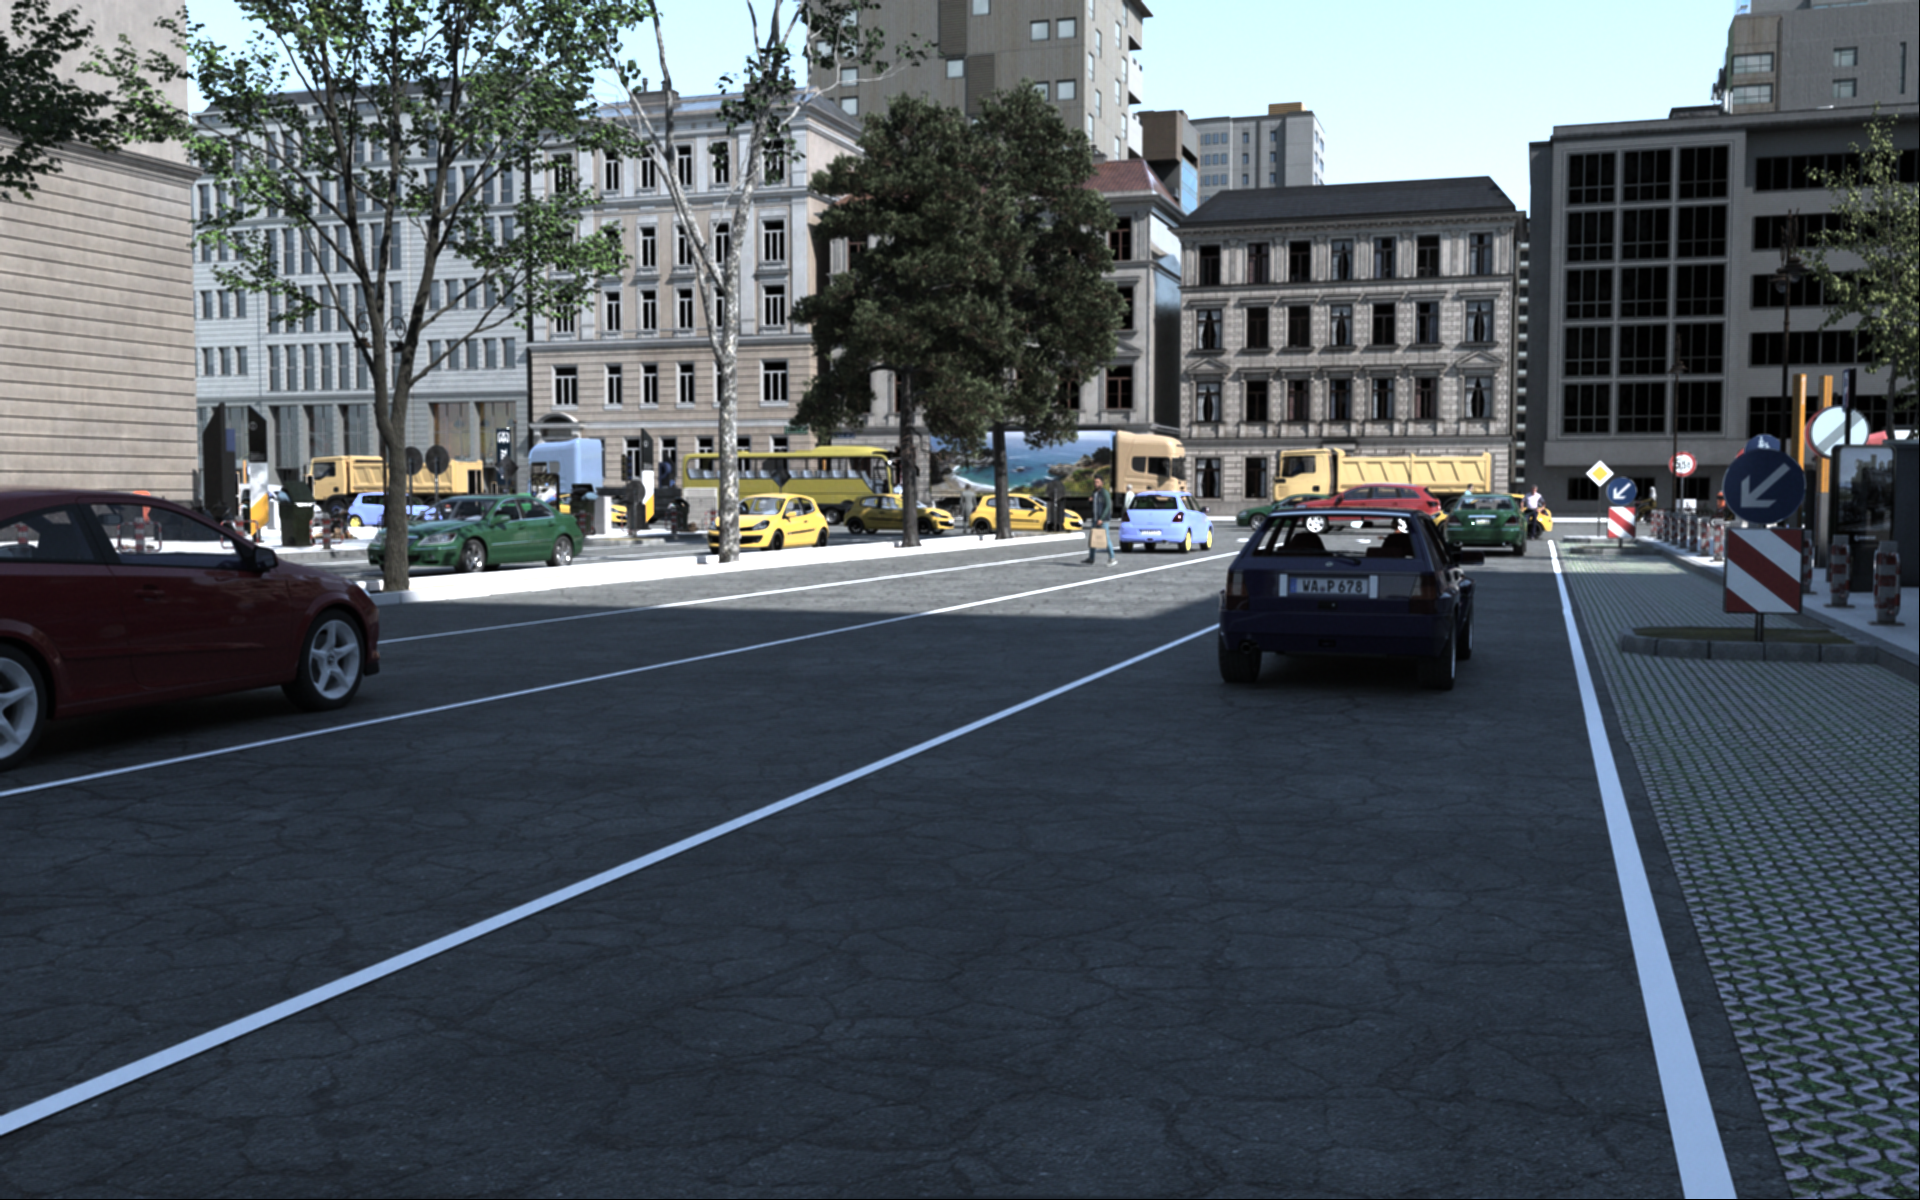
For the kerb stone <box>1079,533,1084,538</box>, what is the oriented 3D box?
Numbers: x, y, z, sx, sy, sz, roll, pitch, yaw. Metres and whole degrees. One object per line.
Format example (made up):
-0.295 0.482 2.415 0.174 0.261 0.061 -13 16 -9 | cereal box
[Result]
3.865 -2.087 56.395 0.120 0.150 1.000 1 4 18 | kerb stone

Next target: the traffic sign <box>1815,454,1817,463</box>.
20.062 -2.431 39.852 0.768 2.556 0.104 2 4 24 | traffic sign

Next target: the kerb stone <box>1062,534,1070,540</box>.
3.207 -1.972 54.443 0.120 0.150 1.000 1 4 18 | kerb stone

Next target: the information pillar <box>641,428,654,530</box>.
-11.103 -4.289 61.481 0.183 3.616 0.504 3 5 39 | information pillar

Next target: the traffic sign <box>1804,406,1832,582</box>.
12.672 -1.534 25.180 0.768 2.556 0.104 2 4 24 | traffic sign

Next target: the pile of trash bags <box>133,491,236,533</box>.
-21.777 -2.350 48.171 3.447 1.369 1.912 2 4 24 | pile of trash bags

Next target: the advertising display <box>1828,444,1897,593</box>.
11.770 -1.064 22.602 0.974 1.923 0.123 -1 4 -19 | advertising display

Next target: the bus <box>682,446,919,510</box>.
-8.324 -5.994 89.545 12.252 3.916 2.896 1 4 19 | bus

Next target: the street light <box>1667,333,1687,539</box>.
20.589 -4.712 49.836 0.468 5.910 1.993 1 4 18 | street light

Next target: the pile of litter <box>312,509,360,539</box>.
-17.933 -2.182 49.638 1.176 0.858 1.719 -3 5 -41 | pile of litter

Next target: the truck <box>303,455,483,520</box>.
-29.003 -5.610 87.654 9.791 3.379 3.469 1 4 18 | truck

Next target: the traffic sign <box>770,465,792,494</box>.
-6.180 -3.430 59.721 0.795 2.450 0.064 1 4 18 | traffic sign

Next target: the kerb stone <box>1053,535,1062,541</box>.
2.882 -1.911 53.470 0.120 0.150 1.000 1 4 18 | kerb stone

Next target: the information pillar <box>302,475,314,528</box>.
-24.948 -3.780 66.296 0.304 2.012 0.304 3 4 36 | information pillar

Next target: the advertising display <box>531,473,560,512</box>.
-12.887 -2.974 53.844 0.974 1.923 0.123 1 4 21 | advertising display

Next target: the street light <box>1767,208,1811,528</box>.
13.464 -3.394 28.275 0.468 5.910 1.993 1 4 18 | street light

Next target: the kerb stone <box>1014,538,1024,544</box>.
1.572 -1.674 49.560 0.120 0.150 1.000 1 4 18 | kerb stone

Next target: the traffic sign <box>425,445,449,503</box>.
-13.608 -2.748 45.035 0.768 2.556 0.104 1 4 23 | traffic sign

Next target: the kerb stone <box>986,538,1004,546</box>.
0.926 -1.553 47.611 0.120 0.150 1.000 1 4 18 | kerb stone

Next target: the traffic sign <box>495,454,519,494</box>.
-13.184 -3.009 50.380 0.795 2.450 0.064 1 4 19 | traffic sign

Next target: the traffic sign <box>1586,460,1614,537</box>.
18.947 -2.917 51.335 0.795 2.450 0.064 1 4 18 | traffic sign

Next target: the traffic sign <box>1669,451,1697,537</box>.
21.456 -3.142 51.470 0.768 2.556 0.104 2 4 25 | traffic sign

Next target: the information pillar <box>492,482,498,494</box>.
-29.150 -6.370 108.640 0.304 2.012 0.304 0 4 6 | information pillar

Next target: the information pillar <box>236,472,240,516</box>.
-24.345 -3.280 58.126 0.304 2.012 0.304 -2 4 -27 | information pillar

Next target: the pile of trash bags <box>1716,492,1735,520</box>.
37.034 -4.457 82.621 3.447 1.369 1.912 -3 5 -42 | pile of trash bags

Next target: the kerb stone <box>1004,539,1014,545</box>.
1.254 -1.614 48.584 0.120 0.150 1.000 1 4 18 | kerb stone

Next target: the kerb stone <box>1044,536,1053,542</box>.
2.559 -1.850 52.485 0.120 0.150 1.000 1 4 18 | kerb stone

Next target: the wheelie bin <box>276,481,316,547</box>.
-16.205 -2.097 42.198 0.693 1.594 0.980 2 4 30 | wheelie bin

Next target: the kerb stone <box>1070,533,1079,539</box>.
3.534 -2.027 55.420 0.120 0.150 1.000 1 4 18 | kerb stone

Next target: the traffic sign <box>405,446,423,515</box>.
-14.706 -2.830 46.375 0.768 2.556 0.104 1 4 21 | traffic sign

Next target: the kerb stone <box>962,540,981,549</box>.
0.265 -1.435 45.651 0.120 0.150 1.000 1 4 18 | kerb stone

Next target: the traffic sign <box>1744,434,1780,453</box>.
17.079 -2.248 36.861 0.768 2.556 0.104 2 4 27 | traffic sign

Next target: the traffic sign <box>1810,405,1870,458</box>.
12.637 -1.519 24.939 0.768 2.556 0.104 2 4 27 | traffic sign

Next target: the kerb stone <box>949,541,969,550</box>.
-0.055 -1.375 44.675 0.120 0.150 1.000 1 4 18 | kerb stone

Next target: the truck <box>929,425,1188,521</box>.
4.390 -5.085 72.053 11.283 4.237 2.839 1 4 18 | truck

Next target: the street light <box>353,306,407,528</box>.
-14.097 -4.257 42.385 0.468 5.910 1.993 1 4 18 | street light

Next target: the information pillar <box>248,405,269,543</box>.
-18.380 -3.302 45.348 0.504 3.616 0.183 1 4 10 | information pillar

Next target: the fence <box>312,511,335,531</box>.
-21.812 -2.696 59.450 2.069 0.683 0.278 3 5 41 | fence

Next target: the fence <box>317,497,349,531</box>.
-22.267 -3.078 61.523 0.480 1.192 2.264 0 4 -4 | fence

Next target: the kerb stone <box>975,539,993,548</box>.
0.605 -1.495 46.636 0.120 0.150 1.000 1 4 18 | kerb stone

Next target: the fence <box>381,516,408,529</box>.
-14.881 -1.845 45.544 0.278 0.683 2.069 -3 4 -37 | fence

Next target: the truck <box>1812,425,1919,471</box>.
40.210 -4.993 70.541 11.283 4.237 2.839 1 4 18 | truck

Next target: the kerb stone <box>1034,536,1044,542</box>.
2.233 -1.793 51.512 0.120 0.150 1.000 1 4 18 | kerb stone

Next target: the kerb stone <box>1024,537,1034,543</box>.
1.900 -1.734 50.541 0.120 0.150 1.000 1 4 18 | kerb stone

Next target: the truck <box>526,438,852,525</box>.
-12.582 -5.669 82.450 18.799 4.110 2.967 1 4 19 | truck

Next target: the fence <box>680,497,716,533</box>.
-8.730 -2.896 58.547 0.480 1.192 2.264 1 4 19 | fence

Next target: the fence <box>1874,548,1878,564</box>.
15.536 -0.750 27.641 2.069 0.683 0.278 1 4 18 | fence

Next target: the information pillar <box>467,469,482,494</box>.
-14.436 -2.878 51.551 0.304 2.012 0.304 1 4 16 | information pillar

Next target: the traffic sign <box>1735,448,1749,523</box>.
20.998 -2.808 46.025 0.768 2.556 0.104 2 4 25 | traffic sign

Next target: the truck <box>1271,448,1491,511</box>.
17.368 -4.743 73.476 9.791 3.379 3.469 1 4 17 | truck
